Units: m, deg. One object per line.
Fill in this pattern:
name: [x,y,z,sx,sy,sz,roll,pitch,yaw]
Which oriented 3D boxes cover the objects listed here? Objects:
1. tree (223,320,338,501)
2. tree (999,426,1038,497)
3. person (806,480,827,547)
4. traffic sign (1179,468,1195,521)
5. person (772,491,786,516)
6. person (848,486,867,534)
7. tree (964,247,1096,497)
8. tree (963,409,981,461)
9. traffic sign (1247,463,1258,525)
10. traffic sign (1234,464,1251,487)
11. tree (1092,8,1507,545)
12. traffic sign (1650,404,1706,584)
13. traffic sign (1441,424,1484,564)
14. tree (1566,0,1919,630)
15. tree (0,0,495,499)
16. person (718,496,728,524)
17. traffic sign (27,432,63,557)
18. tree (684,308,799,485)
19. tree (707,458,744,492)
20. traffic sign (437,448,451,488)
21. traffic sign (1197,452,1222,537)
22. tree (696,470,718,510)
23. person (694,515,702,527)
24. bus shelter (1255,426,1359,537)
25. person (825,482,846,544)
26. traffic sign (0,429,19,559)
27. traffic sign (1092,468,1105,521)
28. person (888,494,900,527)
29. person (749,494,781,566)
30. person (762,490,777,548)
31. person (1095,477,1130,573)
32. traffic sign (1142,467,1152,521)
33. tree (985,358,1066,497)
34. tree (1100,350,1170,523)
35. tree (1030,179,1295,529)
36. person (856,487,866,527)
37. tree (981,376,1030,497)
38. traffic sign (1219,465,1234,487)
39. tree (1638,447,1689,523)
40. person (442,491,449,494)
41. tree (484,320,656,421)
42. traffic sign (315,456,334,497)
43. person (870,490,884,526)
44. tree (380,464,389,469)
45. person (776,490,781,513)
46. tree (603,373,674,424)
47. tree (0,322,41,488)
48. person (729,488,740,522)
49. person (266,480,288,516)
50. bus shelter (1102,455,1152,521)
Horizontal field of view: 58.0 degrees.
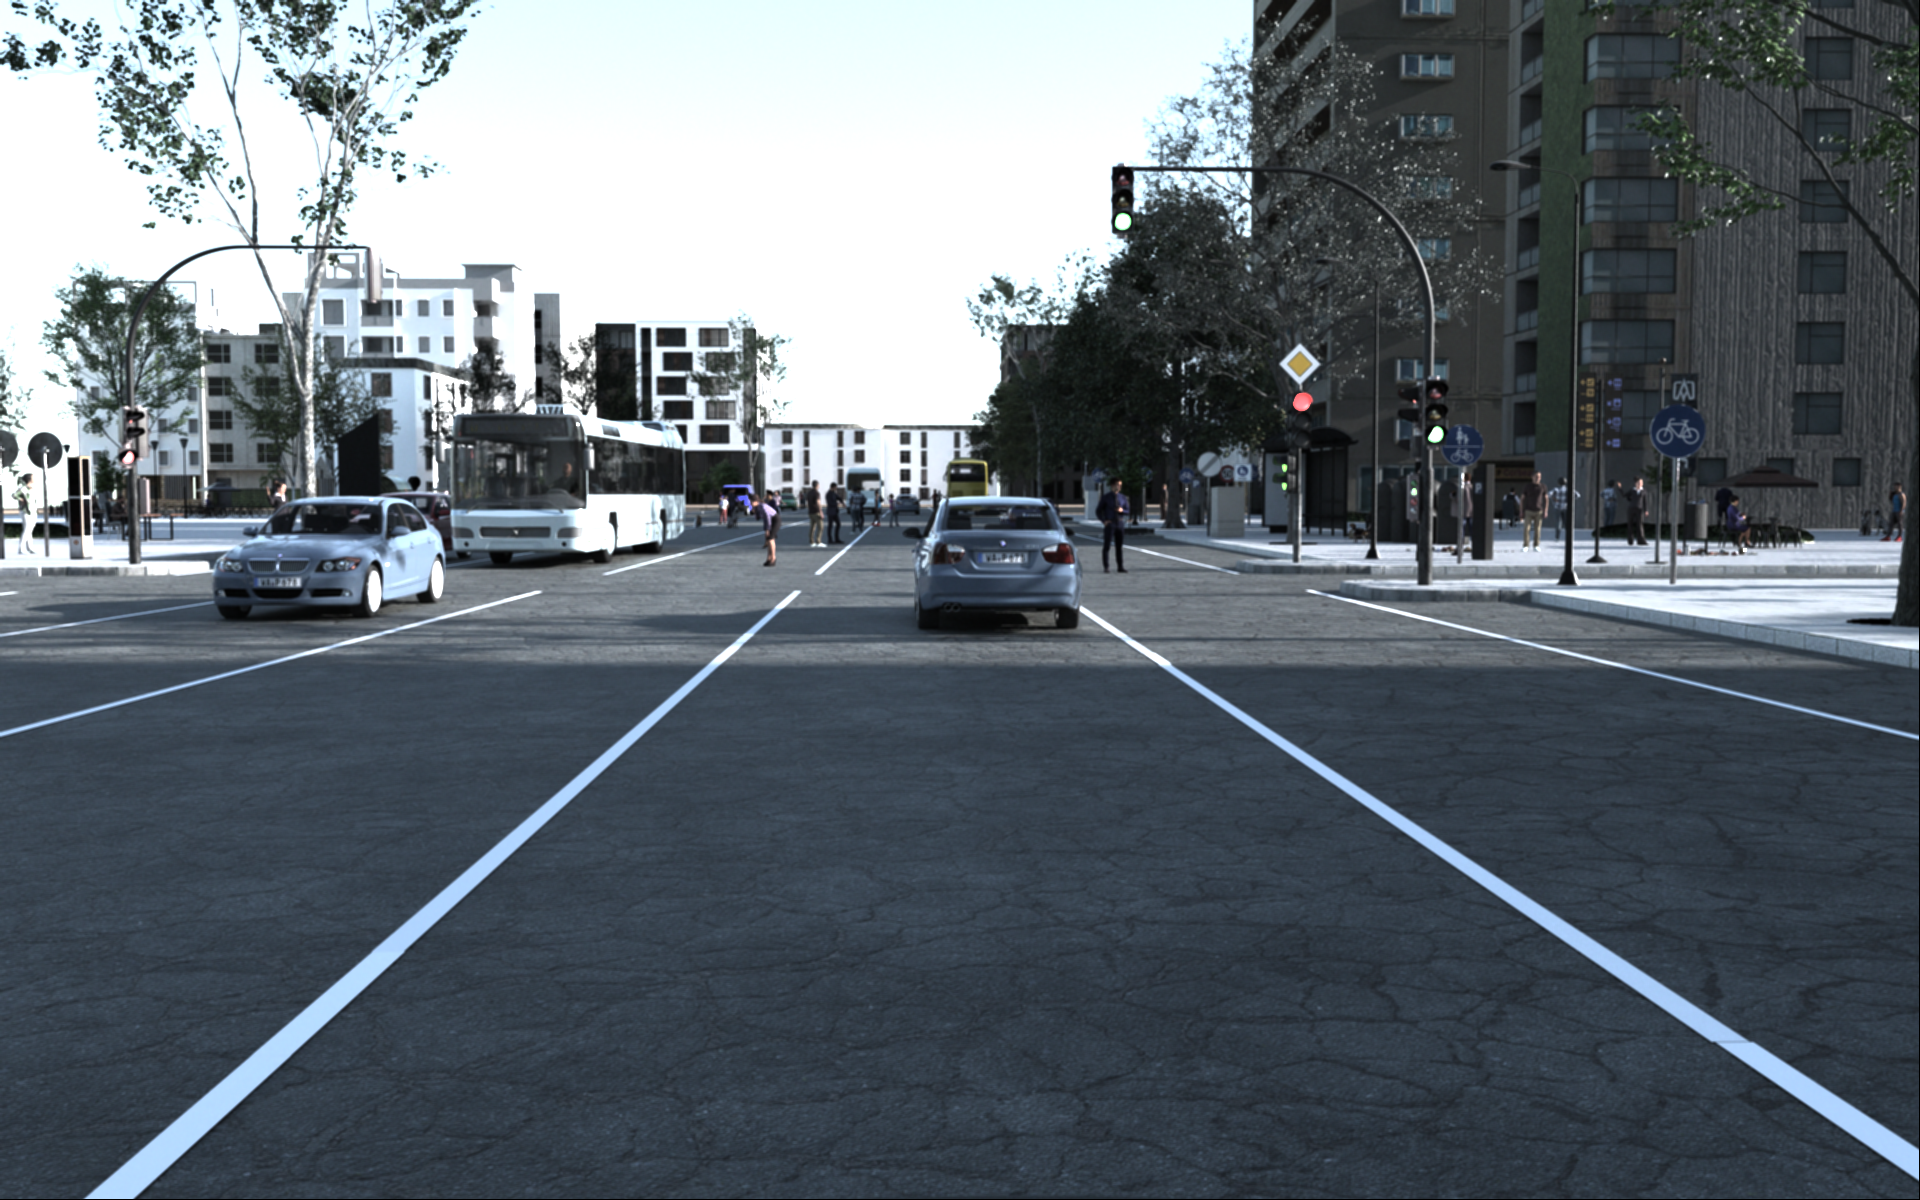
tree: [-27.759,-7.403,71.398,4.737,8.622,4.395,0,3,0]
tree: [5.616,-12.464,154.147,4.360,8.622,3.978,0,3,0]
person: [-3.915,-2.361,47.228,0.434,1.807,0.598,-2,4,-28]
traffic sign: [10.878,-5.086,83.263,0.768,2.556,0.104,0,3,0]
person: [-9.125,-4.619,85.973,0.963,1.587,0.435,-1,4,-17]
person: [-3.700,-3.205,61.621,0.841,1.734,0.376,-3,4,-36]
tree: [7.533,-16.885,131.960,12.611,20.169,13.585,0,3,0]
tree: [5.046,-15.513,170.640,9.611,12.733,9.660,0,3,0]
traffic sign: [11.912,-4.356,71.333,0.768,2.556,0.104,0,4,6]
traffic sign: [9.520,-3.441,58.398,0.606,2.300,0.079,0,4,2]
tree: [8.462,-8.160,43.789,12.009,13.543,11.850,0,3,0]
traffic sign: [10.160,-1.499,24.608,0.768,2.556,0.104,0,4,4]
traffic sign: [9.195,-1.939,31.801,0.768,2.556,0.104,0,4,4]
tree: [9.366,-5.542,16.362,9.928,11.665,9.643,0,3,0]
tree: [-19.233,-11.747,47.949,12.611,20.169,13.585,0,3,0]
person: [-11.345,-4.314,82.936,0.435,1.345,0.340,-3,5,-44]
traffic sign: [-18.650,-2.153,35.315,0.768,2.556,0.104,0,4,5]
tree: [-22.785,-19.784,179.359,12.611,20.169,13.585,0,3,0]
tree: [-21.329,-10.622,157.377,4.285,4.588,4.351,0,3,0]
traffic sign: [-21.951,-5.053,76.490,2.265,3.308,0.079,0,4,3]
traffic sign: [7.513,-3.192,52.292,0.768,2.556,0.104,0,4,-1]
tree: [-20.803,-8.962,141.135,1.663,3.219,1.824,0,3,0]
person: [-11.305,-3.407,74.680,0.357,0.543,0.381,-1,4,-11]
bus shelter: [10.761,-3.687,54.213,2.014,3.302,5.546,0,4,-2]
person: [-3.556,-2.512,50.025,0.568,1.767,0.683,1,4,20]
traffic sign: [-18.869,-2.076,34.053,0.768,2.556,0.104,0,4,4]
traffic sign: [6.627,-5.025,82.257,0.768,2.556,0.104,0,4,5]
person: [-2.782,-3.838,74.494,0.776,1.435,0.726,-1,4,-14]
person: [-3.859,-1.382,34.325,0.697,1.427,0.421,-3,4,-37]
person: [-5.135,-2.149,46.005,0.453,1.535,0.546,1,4,21]
person: [2.825,-1.367,31.552,0.576,1.737,0.504,-2,4,-29]
traffic sign: [8.663,-4.982,81.569,0.768,2.556,0.104,0,4,5]
tree: [6.007,-13.902,145.432,7.486,12.596,7.792,0,3,0]
tree: [7.401,-7.692,76.130,4.360,8.622,3.978,0,3,0]
tree: [7.978,-8.954,63.400,9.611,12.733,9.660,0,3,0]
person: [-4.404,-4.031,75.114,0.504,1.737,0.576,2,4,24]
tree: [7.716,-10.894,95.122,9.611,12.733,9.660,0,3,0]
traffic sign: [11.815,-4.677,76.569,0.768,2.556,0.104,0,4,-1]
tree: [24.985,-4.056,60.923,1.663,3.219,1.824,0,3,0]
person: [-25.245,-4.788,84.996,0.621,1.740,0.551,0,4,-5]
tree: [-19.585,-9.626,91.797,7.601,10.594,8.767,-3,4,-39]
traffic sign: [-21.598,-3.581,58.556,0.884,2.594,0.081,0,4,7]
person: [-3.756,-4.155,78.301,0.662,1.594,0.647,0,4,4]
tree: [-31.334,-6.019,93.004,1.663,3.219,1.824,0,3,0]
person: [-10.428,-5.420,98.575,0.517,1.644,0.566,0,4,-6]
tree: [-19.115,-9.209,100.922,4.737,8.622,4.395,0,3,0]
tree: [-38.809,-7.275,69.308,4.360,8.622,3.978,0,3,0]
person: [-11.579,-4.901,89.073,0.568,1.767,0.683,0,4,7]
person: [-14.646,-1.711,37.284,0.445,1.727,0.742,0,4,-5]
bus shelter: [8.060,-5.583,85.201,2.014,3.302,5.546,0,4,-2]
